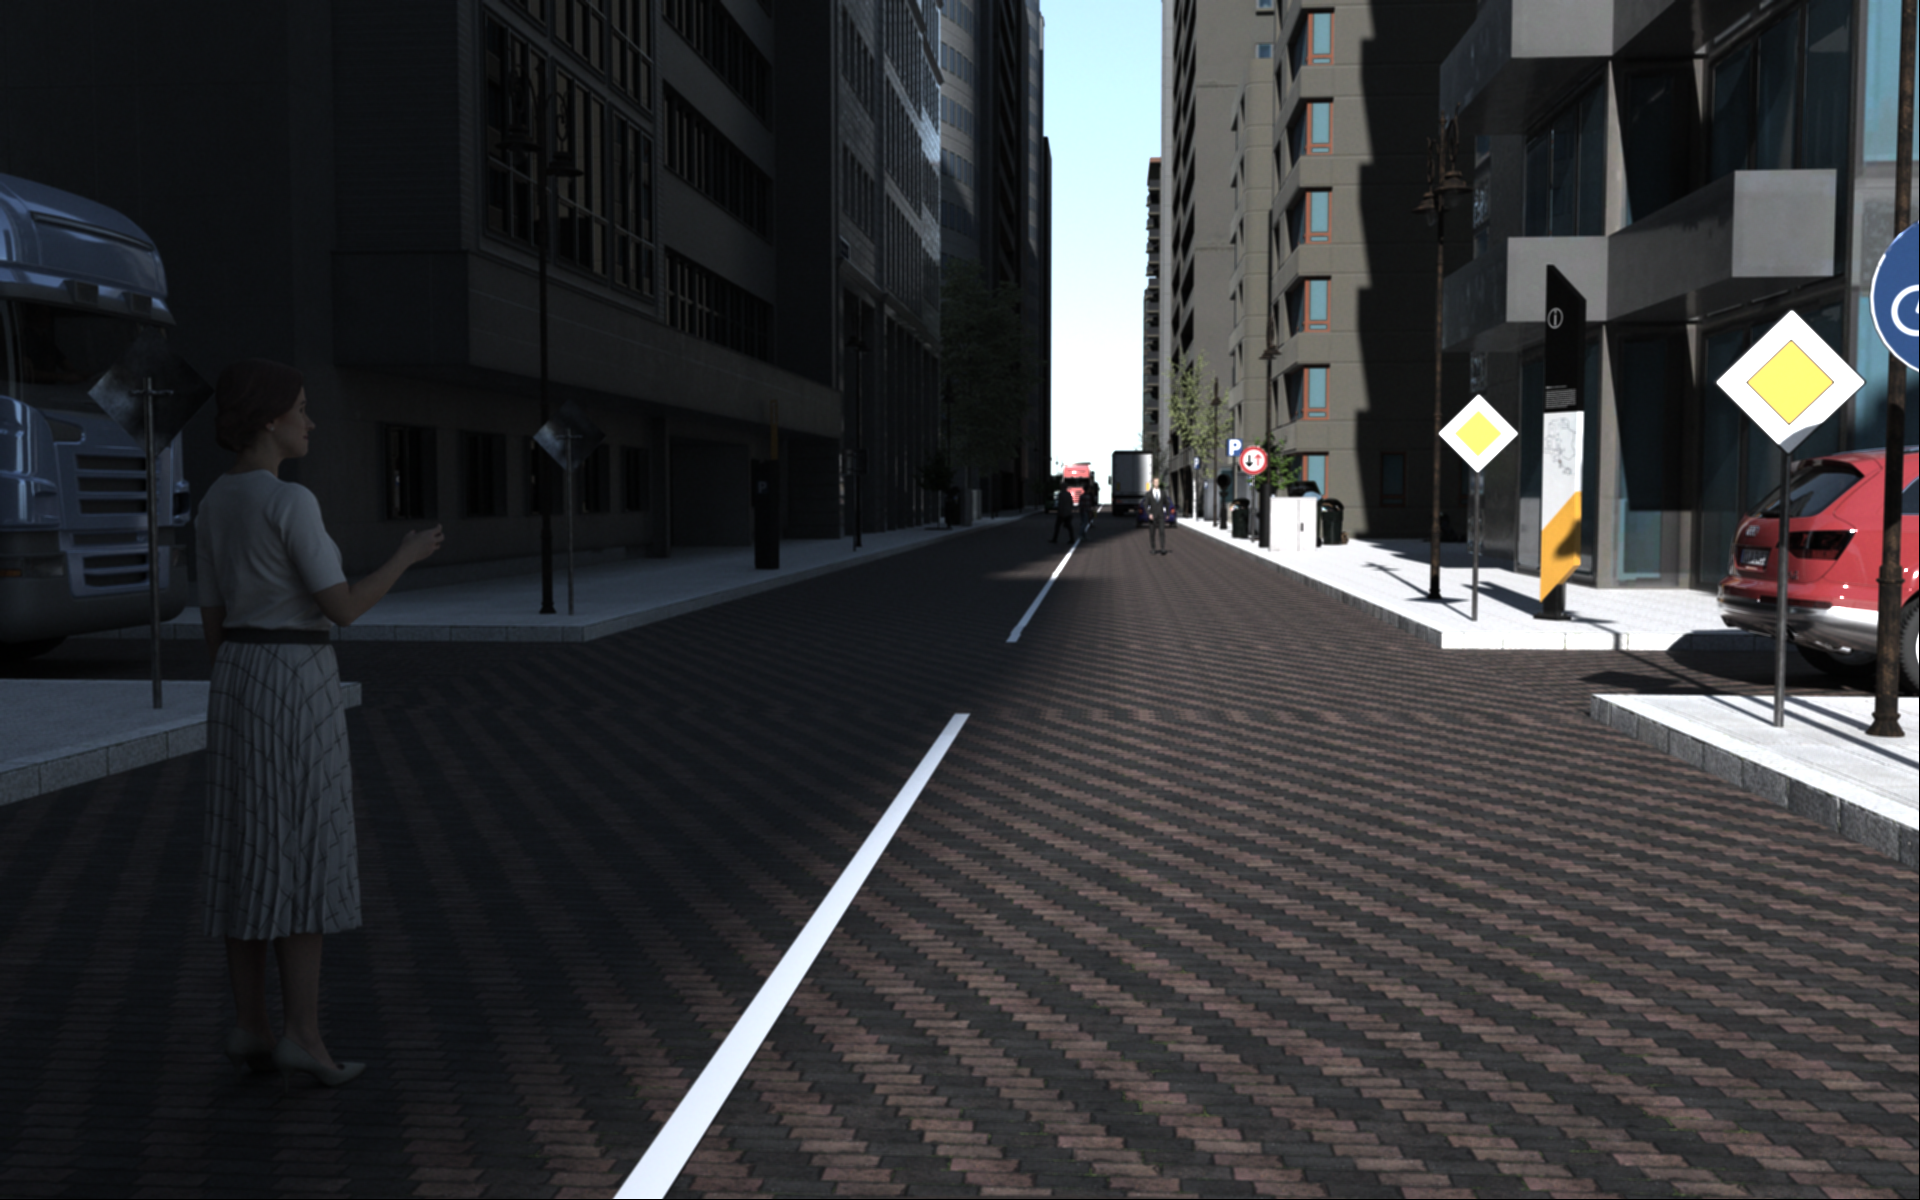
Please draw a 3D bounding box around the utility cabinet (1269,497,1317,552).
[{"bbox_3d":[7.377,-1.665,38.378,1.020,1.237,0.306,0,4,8],"label":"utility cabinet"}]

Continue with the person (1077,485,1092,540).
[{"bbox_3d":[3.853,-2.713,53.689,0.643,1.720,0.563,-2,4,-24],"label":"person"}]

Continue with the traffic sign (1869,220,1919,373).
[{"bbox_3d":[4.472,-0.472,7.817,0.768,2.556,0.104,1,4,9],"label":"traffic sign"}]

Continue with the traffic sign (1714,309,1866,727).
[{"bbox_3d":[4.508,-0.357,9.481,0.795,2.450,0.064,0,4,5],"label":"traffic sign"}]

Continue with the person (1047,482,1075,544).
[{"bbox_3d":[2.965,-2.537,50.371,0.834,1.777,0.661,2,4,34],"label":"person"}]

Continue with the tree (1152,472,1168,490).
[{"bbox_3d":[17.060,-9.513,150.146,1.663,3.219,1.824,0,3,0],"label":"tree"}]

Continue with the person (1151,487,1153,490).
[{"bbox_3d":[9.964,-4.924,89.341,0.374,1.781,0.599,1,4,13],"label":"person"}]

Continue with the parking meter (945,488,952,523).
[{"bbox_3d":[-0.481,-4.132,75.977,0.372,1.533,0.369,0,3,0],"label":"parking meter"}]

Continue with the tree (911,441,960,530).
[{"bbox_3d":[-0.778,-4.159,62.594,1.663,3.219,1.824,0,3,0],"label":"tree"}]

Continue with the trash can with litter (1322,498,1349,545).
[{"bbox_3d":[9.495,-1.997,44.032,0.624,1.170,1.055,2,4,30],"label":"trash can with litter"}]

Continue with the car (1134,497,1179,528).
[{"bbox_3d":[8.443,-3.788,74.517,1.945,1.354,3.894,0,4,6],"label":"car"}]

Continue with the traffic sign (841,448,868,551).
[{"bbox_3d":[-2.357,-2.237,38.703,0.606,2.300,0.079,1,4,10],"label":"traffic sign"}]

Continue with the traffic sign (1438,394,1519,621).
[{"bbox_3d":[5.196,-0.844,17.436,0.795,2.450,0.064,0,4,5],"label":"traffic sign"}]

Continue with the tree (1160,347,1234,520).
[{"bbox_3d":[11.909,-8.323,86.437,4.737,8.622,4.395,0,3,0],"label":"tree"}]

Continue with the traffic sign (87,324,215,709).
[{"bbox_3d":[-4.800,-0.407,10.303,0.795,2.450,0.064,0,4,5],"label":"traffic sign"}]

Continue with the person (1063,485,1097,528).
[{"bbox_3d":[5.117,-3.980,73.790,1.509,1.804,0.699,-1,4,-8],"label":"person"}]

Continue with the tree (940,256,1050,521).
[{"bbox_3d":[0.406,-10.114,83.492,7.486,12.596,7.792,0,3,0],"label":"tree"}]

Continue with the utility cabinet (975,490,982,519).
[{"bbox_3d":[0.623,-4.798,87.122,0.318,1.500,1.173,-2,4,-34],"label":"utility cabinet"}]

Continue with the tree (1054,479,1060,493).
[{"bbox_3d":[9.917,-11.864,188.583,1.663,3.219,1.824,0,3,0],"label":"tree"}]

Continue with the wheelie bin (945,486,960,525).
[{"bbox_3d":[-0.185,-3.881,71.360,0.693,1.594,0.980,-1,4,-23],"label":"wheelie bin"}]

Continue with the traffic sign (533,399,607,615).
[{"bbox_3d":[-4.112,-0.894,18.259,0.795,2.450,0.064,0,4,5],"label":"traffic sign"}]

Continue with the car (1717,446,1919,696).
[{"bbox_3d":[8.423,-0.243,12.644,5.304,1.827,2.281,0,4,5],"label":"car"}]

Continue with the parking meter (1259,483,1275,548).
[{"bbox_3d":[7.378,-2.029,41.587,0.372,1.533,0.369,0,3,0],"label":"parking meter"}]

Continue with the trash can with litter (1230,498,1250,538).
[{"bbox_3d":[8.153,-2.415,50.876,0.624,1.170,1.055,0,4,-1],"label":"trash can with litter"}]

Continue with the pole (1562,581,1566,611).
[{"bbox_3d":[6.592,-1.539,19.009,0.158,3.312,0.155,0,3,0],"label":"pole"}]

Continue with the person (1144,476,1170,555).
[{"bbox_3d":[4.668,-1.993,40.856,0.659,1.850,0.755,0,4,-3],"label":"person"}]

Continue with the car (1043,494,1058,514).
[{"bbox_3d":[7.199,-7.326,128.580,1.959,1.807,4.718,0,4,5],"label":"car"}]

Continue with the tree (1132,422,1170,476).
[{"bbox_3d":[19.661,-13.849,176.787,4.360,8.622,3.978,0,3,0],"label":"tree"}]

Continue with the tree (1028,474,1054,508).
[{"bbox_3d":[7.429,-10.310,163.165,1.663,3.219,1.824,0,3,0],"label":"tree"}]

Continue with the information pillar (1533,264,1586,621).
[{"bbox_3d":[6.093,-1.601,17.534,0.183,3.616,0.504,-2,4,-24],"label":"information pillar"}]

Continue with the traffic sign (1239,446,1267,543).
[{"bbox_3d":[7.757,-2.794,45.781,0.768,2.556,0.104,1,4,14],"label":"traffic sign"}]

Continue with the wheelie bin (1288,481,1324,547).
[{"bbox_3d":[8.342,-2.075,41.838,0.693,1.594,0.980,-3,5,-39],"label":"wheelie bin"}]

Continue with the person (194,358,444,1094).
[{"bbox_3d":[-1.592,0.295,4.249,0.480,1.755,0.524,2,4,30],"label":"person"}]

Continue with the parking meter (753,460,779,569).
[{"bbox_3d":[-3.310,-1.460,29.581,0.399,1.863,0.255,2,4,28],"label":"parking meter"}]

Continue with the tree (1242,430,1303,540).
[{"bbox_3d":[8.477,-3.274,48.131,1.663,3.219,1.824,0,3,0],"label":"tree"}]

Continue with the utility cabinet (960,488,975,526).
[{"bbox_3d":[0.256,-3.680,68.852,0.318,1.500,1.173,-1,4,-8],"label":"utility cabinet"}]

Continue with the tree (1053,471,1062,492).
[{"bbox_3d":[14.199,-16.030,245.805,4.285,4.588,4.351,0,3,0],"label":"tree"}]

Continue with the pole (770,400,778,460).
[{"bbox_3d":[-4.033,-2.678,37.633,0.158,3.312,0.155,0,3,0],"label":"pole"}]
